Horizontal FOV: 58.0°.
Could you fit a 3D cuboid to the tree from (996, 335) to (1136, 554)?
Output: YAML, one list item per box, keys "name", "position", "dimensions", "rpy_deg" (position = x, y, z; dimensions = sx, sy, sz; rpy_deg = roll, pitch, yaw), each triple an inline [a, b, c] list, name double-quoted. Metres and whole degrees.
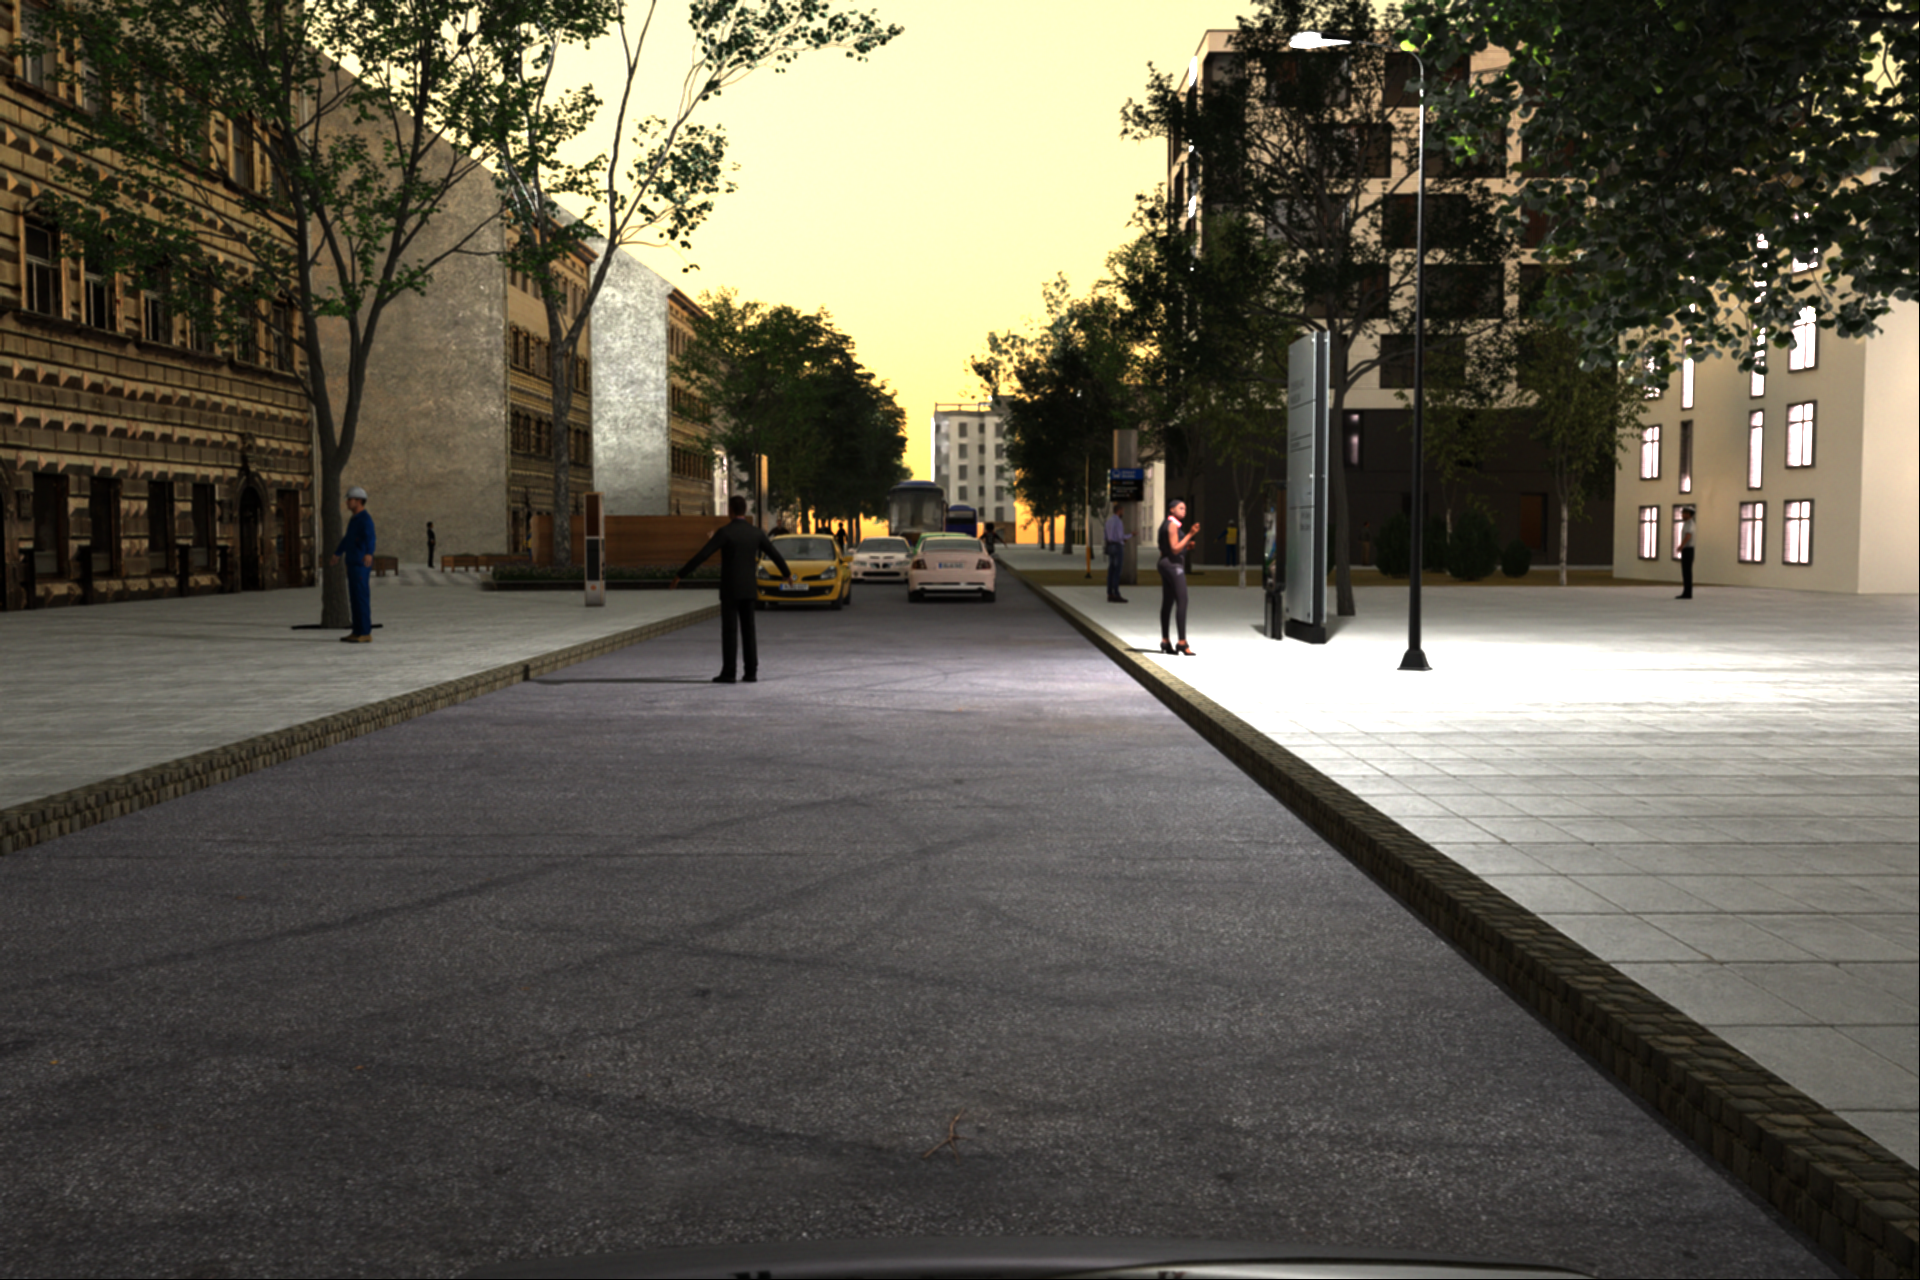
- name: "tree"
  position: [6.810, -12.408, 109.524]
  dimensions: [9.857, 13.997, 8.962]
  rpy_deg: [0, 3, 0]

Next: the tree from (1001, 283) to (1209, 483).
- name: "tree"
  position: [5.827, -7.961, 64.568]
  dimensions: [7.601, 10.594, 8.767]
  rpy_deg: [2, 4, 34]

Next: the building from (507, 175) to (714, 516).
- name: "building"
  position: [-27.024, -17.366, 114.857]
  dimensions: [19.493, 23.208, 18.063]
  rpy_deg: [0, 4, 0]

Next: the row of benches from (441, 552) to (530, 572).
- name: "row of benches"
  position: [-15.979, -2.704, 59.666]
  dimensions: [1.422, 0.672, 4.104]
  rpy_deg: [3, 4, 36]

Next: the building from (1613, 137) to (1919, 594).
- name: "building"
  position: [23.729, -5.798, 36.952]
  dimensions: [9.099, 9.664, 28.070]
  rpy_deg: [0, 4, 0]

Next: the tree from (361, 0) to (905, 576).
- name: "tree"
  position: [-8.044, -11.200, 39.015]
  dimensions: [12.611, 20.169, 13.585]
  rpy_deg: [0, 3, 0]

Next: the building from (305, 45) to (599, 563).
- name: "building"
  position: [-29.225, -15.535, 84.923]
  dimensions: [19.493, 23.208, 18.063]
  rpy_deg: [0, 4, 0]

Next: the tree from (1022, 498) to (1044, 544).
- name: "tree"
  position: [11.027, -17.298, 233.180]
  dimensions: [4.360, 8.622, 3.978]
  rpy_deg: [0, 3, 0]

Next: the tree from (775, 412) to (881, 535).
- name: "tree"
  position: [-8.843, -11.604, 115.474]
  dimensions: [9.928, 11.665, 9.643]
  rpy_deg: [0, 3, 0]

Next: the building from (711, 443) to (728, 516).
- name: "building"
  position: [-26.655, -13.724, 166.536]
  dimensions: [9.099, 9.664, 28.070]
  rpy_deg: [0, 4, 1]

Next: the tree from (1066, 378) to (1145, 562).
- name: "tree"
  position: [6.524, -7.858, 78.835]
  dimensions: [4.360, 8.622, 3.978]
  rpy_deg: [0, 3, 0]

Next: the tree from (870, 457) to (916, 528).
- name: "tree"
  position: [-8.839, -19.407, 235.432]
  dimensions: [7.486, 12.596, 7.792]
  rpy_deg: [0, 3, 0]

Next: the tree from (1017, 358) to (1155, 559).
- name: "tree"
  position: [6.339, -9.375, 87.701]
  dimensions: [7.601, 10.594, 8.767]
  rpy_deg: [0, 4, 7]

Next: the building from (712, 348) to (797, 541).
- name: "building"
  position: [-28.324, -22.042, 191.320]
  dimensions: [19.493, 23.208, 18.063]
  rpy_deg: [0, 4, 0]

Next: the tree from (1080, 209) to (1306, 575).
- name: "tree"
  position: [7.354, -7.897, 54.870]
  dimensions: [9.928, 11.665, 9.643]
  rpy_deg: [0, 3, 0]

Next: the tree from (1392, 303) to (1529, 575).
- name: "tree"
  position: [15.395, -6.340, 54.022]
  dimensions: [4.737, 8.622, 4.395]
  rpy_deg: [0, 3, 0]

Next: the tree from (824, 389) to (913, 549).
- name: "tree"
  position: [-8.927, -14.810, 148.801]
  dimensions: [9.857, 13.997, 8.962]
  rpy_deg: [0, 3, 0]

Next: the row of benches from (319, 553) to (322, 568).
- name: "row of benches"
  position: [-22.190, -2.487, 56.127]
  dimensions: [4.104, 0.672, 1.422]
  rpy_deg: [-1, 4, -21]

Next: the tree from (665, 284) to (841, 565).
- name: "tree"
  position: [-8.606, -9.000, 72.897]
  dimensions: [9.928, 11.665, 9.643]
  rpy_deg: [0, 3, 0]

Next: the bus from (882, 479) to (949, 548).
- name: "bus"
  position: [-1.908, -5.514, 81.695]
  dimensions: [2.896, 3.916, 12.251]
  rpy_deg: [0, 4, 0]

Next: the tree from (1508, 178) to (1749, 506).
- name: "tree"
  position: [23.725, -9.362, 59.723]
  dimensions: [9.857, 13.997, 8.962]
  rpy_deg: [0, 3, 0]

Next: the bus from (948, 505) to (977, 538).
- name: "bus"
  position: [0.021, -9.552, 147.714]
  dimensions: [2.896, 3.916, 12.251]
  rpy_deg: [0, 4, -1]

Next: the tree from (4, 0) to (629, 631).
- name: "tree"
  position: [-8.423, -5.969, 23.348]
  dimensions: [9.928, 11.665, 9.643]
  rpy_deg: [0, 3, 0]

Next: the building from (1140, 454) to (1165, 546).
- name: "building"
  position: [24.759, -14.638, 181.475]
  dimensions: [9.099, 9.664, 28.070]
  rpy_deg: [0, 4, 1]

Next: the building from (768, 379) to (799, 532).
- name: "building"
  position: [-25.435, -21.370, 205.827]
  dimensions: [16.016, 20.090, 11.380]
  rpy_deg: [0, 4, 0]

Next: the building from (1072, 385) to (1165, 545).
- name: "building"
  position: [22.684, -21.220, 213.405]
  dimensions: [16.747, 18.905, 31.486]
  rpy_deg: [0, 4, 0]

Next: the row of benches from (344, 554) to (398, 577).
- name: "row of benches"
  position: [-17.890, -2.229, 51.903]
  dimensions: [1.422, 0.672, 4.104]
  rpy_deg: [0, 4, 5]

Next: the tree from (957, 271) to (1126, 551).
- name: "tree"
  position: [6.202, -16.607, 127.419]
  dimensions: [12.611, 20.169, 13.585]
  rpy_deg: [0, 3, 0]

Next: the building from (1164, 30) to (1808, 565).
- name: "building"
  position: [23.965, -14.856, 86.869]
  dimensions: [27.936, 21.610, 32.646]
  rpy_deg: [0, 3, 0]

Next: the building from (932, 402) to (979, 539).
- name: "building"
  position: [-3.547, -23.253, 239.059]
  dimensions: [11.380, 20.090, 16.016]
  rpy_deg: [0, 4, -1]

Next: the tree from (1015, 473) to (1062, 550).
- name: "tree"
  position: [6.435, -11.693, 141.535]
  dimensions: [4.737, 8.622, 4.395]
  rpy_deg: [0, 3, 0]

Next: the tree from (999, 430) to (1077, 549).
- name: "tree"
  position: [7.144, -13.585, 147.877]
  dimensions: [9.928, 11.665, 9.643]
  rpy_deg: [0, 3, 0]

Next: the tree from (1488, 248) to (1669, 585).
- name: "tree"
  position: [15.329, -5.670, 43.060]
  dimensions: [4.737, 8.622, 4.395]
  rpy_deg: [0, 3, 0]

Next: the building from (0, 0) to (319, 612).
- name: "building"
  position: [-24.902, -12.326, 32.466]
  dimensions: [19.493, 23.208, 18.063]
  rpy_deg: [0, 4, 0]

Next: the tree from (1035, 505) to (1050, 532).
- name: "tree"
  position: [12.272, -17.606, 238.213]
  dimensions: [4.737, 8.622, 4.395]
  rpy_deg: [0, 3, 0]

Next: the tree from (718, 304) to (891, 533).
- name: "tree"
  position: [-8.597, -11.508, 94.809]
  dimensions: [9.857, 13.997, 8.962]
  rpy_deg: [0, 3, 0]

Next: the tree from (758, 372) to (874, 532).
- name: "tree"
  position: [-8.839, -10.990, 105.440]
  dimensions: [9.928, 11.665, 9.643]
  rpy_deg: [0, 3, 0]
